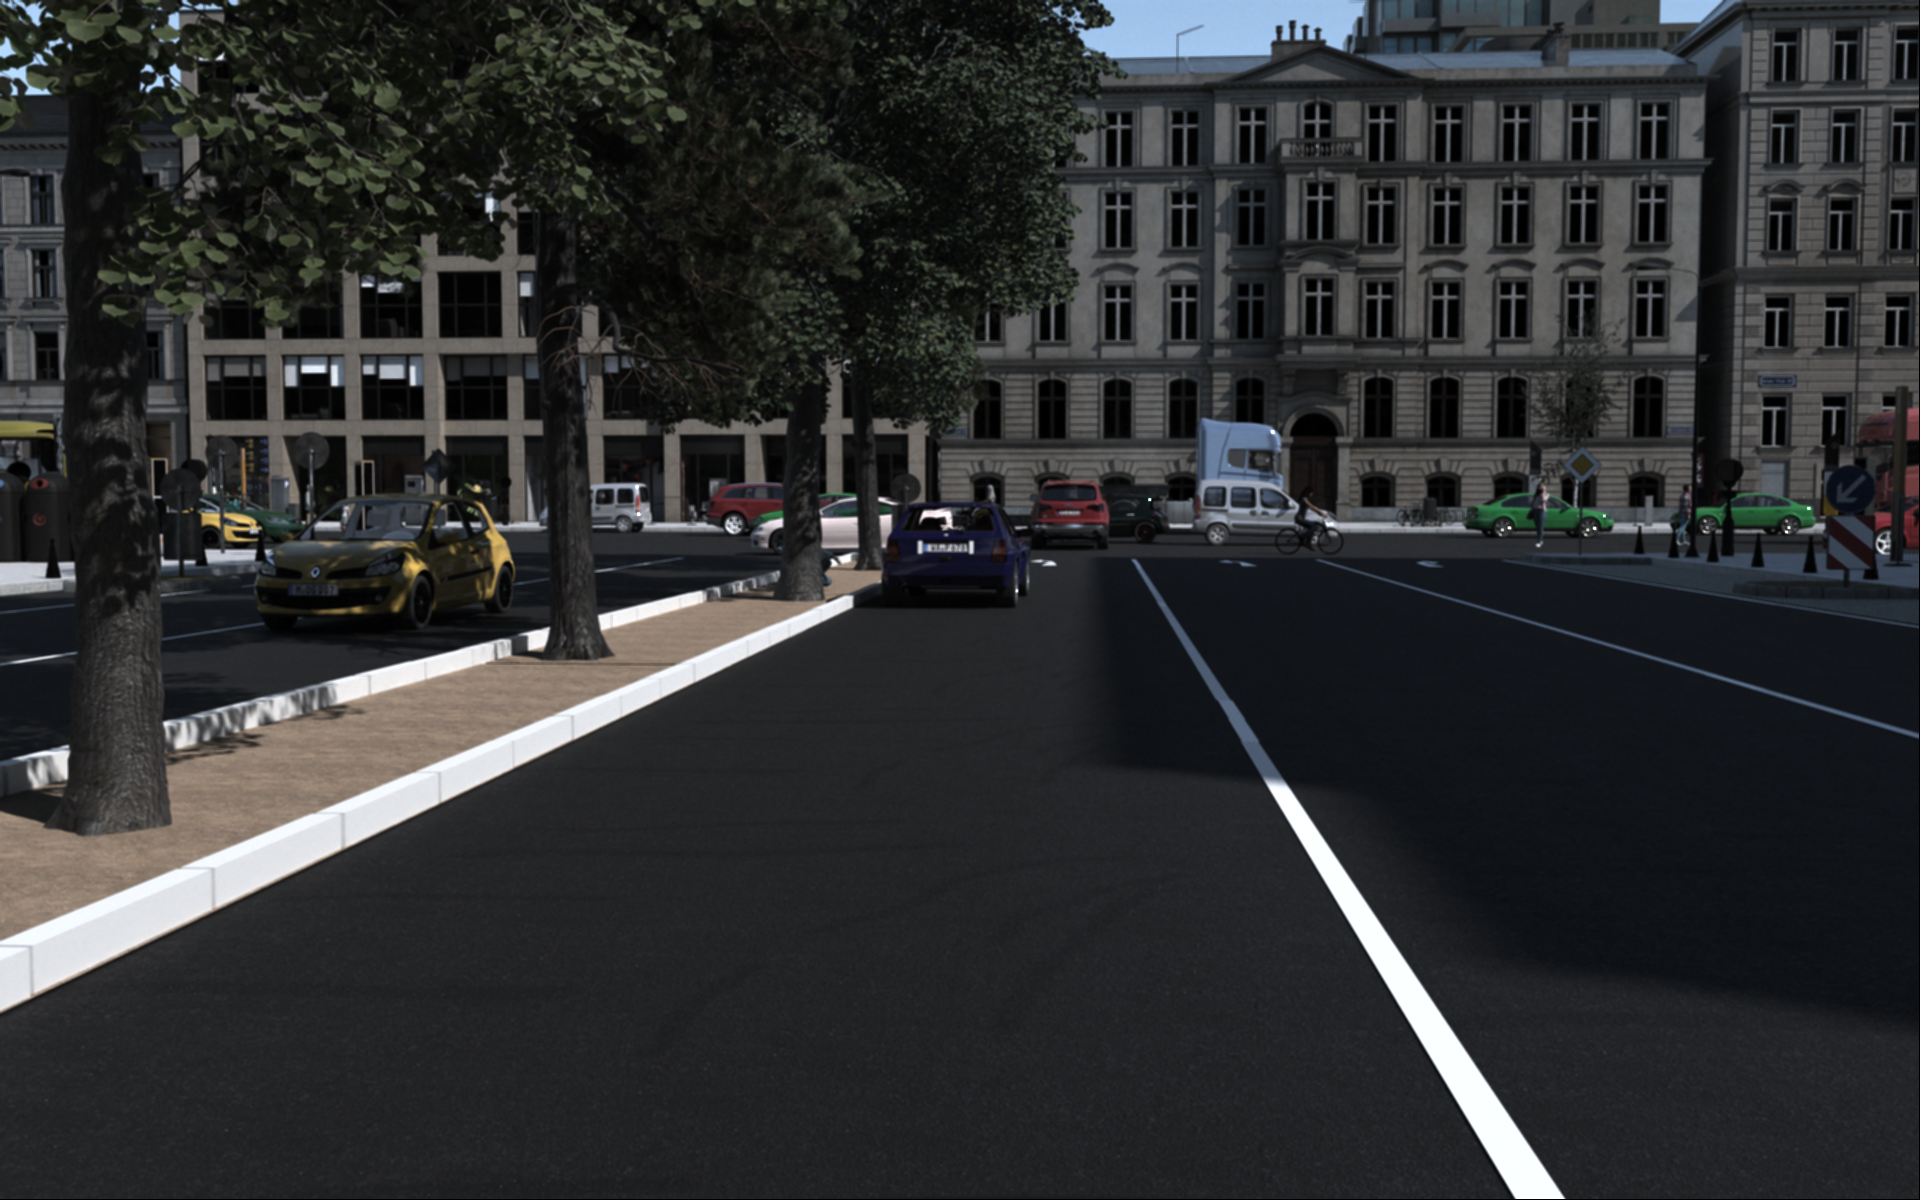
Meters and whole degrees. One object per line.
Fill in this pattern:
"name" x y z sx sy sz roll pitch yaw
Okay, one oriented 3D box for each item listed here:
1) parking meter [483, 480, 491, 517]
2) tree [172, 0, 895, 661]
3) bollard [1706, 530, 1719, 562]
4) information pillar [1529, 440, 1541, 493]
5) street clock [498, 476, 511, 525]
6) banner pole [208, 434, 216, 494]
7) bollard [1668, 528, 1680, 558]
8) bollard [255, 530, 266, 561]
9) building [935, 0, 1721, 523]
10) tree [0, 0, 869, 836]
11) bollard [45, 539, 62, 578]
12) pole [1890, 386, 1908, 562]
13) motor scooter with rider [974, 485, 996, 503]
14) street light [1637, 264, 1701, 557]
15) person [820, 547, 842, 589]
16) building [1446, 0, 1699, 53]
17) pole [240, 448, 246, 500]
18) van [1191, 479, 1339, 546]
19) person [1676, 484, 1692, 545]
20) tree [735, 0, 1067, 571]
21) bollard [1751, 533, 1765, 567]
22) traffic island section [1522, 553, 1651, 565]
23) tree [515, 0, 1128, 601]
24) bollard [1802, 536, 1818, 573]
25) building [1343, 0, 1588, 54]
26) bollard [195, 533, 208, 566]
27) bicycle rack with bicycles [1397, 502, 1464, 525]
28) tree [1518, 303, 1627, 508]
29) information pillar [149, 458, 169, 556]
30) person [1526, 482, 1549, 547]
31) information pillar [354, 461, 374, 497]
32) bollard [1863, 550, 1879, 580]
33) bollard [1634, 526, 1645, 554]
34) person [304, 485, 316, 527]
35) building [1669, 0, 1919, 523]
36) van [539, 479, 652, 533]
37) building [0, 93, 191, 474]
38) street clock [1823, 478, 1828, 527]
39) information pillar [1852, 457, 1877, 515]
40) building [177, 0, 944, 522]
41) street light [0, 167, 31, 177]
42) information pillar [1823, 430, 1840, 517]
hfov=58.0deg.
"parking meter" -19.800 -4.087 72.530 0.255 1.863 0.399 -2 4 -28
"tree" -3.439 -5.517 14.717 6.751 12.117 7.091 0 3 0
"bollard" 14.215 -1.018 32.685 0.229 0.601 0.229 0 3 0
"information pillar" 24.890 -5.115 74.990 0.504 3.616 0.183 3 5 41
"street clock" -18.599 -4.052 70.820 0.471 2.002 0.358 -2 4 -35
"banner pole" -31.071 -5.015 72.017 0.401 3.779 0.863 -1 4 -8
"bollard" 14.389 -1.153 34.901 0.229 0.601 0.229 0 3 0
"bollard" -13.355 -1.041 33.065 0.229 0.601 0.229 0 3 0
"building" 16.332 -16.134 82.876 34.723 24.649 14.460 0 4 4
"tree" -3.697 -5.316 7.496 7.486 12.596 7.792 0 3 0
"bollard" -13.856 -0.636 26.448 0.229 0.601 0.229 0 3 0
"pole" 17.814 -2.386 32.848 0.158 3.312 0.155 0 3 0
"motor scooter with rider" 0.751 -3.002 58.040 1.986 1.779 0.876 0 4 5
"street light" 14.360 -3.826 35.096 1.470 5.913 1.316 0 4 4
"person" -2.135 -0.732 25.967 0.738 1.151 1.012 0 4 -3
"building" 50.459 -27.355 139.131 32.217 40.220 23.993 0 4 4
"pole" -31.756 -5.071 76.751 0.158 3.312 0.155 0 3 0
"van" 8.570 -2.550 48.702 4.112 2.044 2.013 0 4 6
"person" 20.395 -2.415 48.828 0.643 1.720 0.563 0 4 7
"tree" -1.861 -7.488 32.316 7.806 13.903 7.818 0 3 0
"bollard" 14.047 -0.883 30.480 0.229 0.601 0.229 0 3 0
"traffic island section" 12.995 -0.855 36.256 2.009 0.180 2.903 0 4 4
"tree" -2.160 -6.964 22.975 9.857 13.997 8.962 0 3 0
"bollard" 13.879 -0.747 28.260 0.229 0.601 0.229 0 3 0
"building" 47.718 -33.438 166.322 23.786 49.044 30.456 0 4 4
"bollard" -13.522 -0.906 30.859 0.229 0.601 0.229 0 3 0
"bicycle rack with bicycles" 19.828 -3.663 73.276 2.925 0.926 2.852 -1 4 -14
"tree" 23.971 -7.162 67.466 4.360 8.622 3.978 0 3 0
"information pillar" -16.484 -1.907 35.671 0.304 2.012 0.304 -2 4 -32
"person" 15.770 -2.324 47.094 0.643 1.750 0.593 -3 4 -37
"information pillar" -13.138 -2.064 38.237 0.304 2.012 0.304 3 4 37
"bollard" 13.712 -0.612 26.054 0.229 0.601 0.229 0 3 0
"bollard" 14.559 -1.288 37.106 0.229 0.601 0.229 0 3 0
"person" -23.005 -3.189 61.134 0.515 1.767 0.782 -2 4 -23
"building" 46.368 -17.304 80.192 25.104 27.353 12.463 0 4 4
"van" -13.708 -3.545 64.967 4.112 2.044 2.013 0 4 6
"building" -55.394 -14.383 86.080 40.483 20.767 10.553 0 4 4
"street clock" 33.756 -3.834 67.255 0.471 2.002 0.358 1 4 11
"information pillar" 17.810 -1.814 34.153 0.304 2.012 0.304 -2 4 -33
"building" -17.838 -17.315 87.622 34.151 26.468 19.350 0 4 4
"street light" -13.915 -3.198 24.825 1.470 5.913 1.316 0 4 4
"information pillar" 32.113 -4.431 63.805 0.504 3.616 0.183 3 4 38
